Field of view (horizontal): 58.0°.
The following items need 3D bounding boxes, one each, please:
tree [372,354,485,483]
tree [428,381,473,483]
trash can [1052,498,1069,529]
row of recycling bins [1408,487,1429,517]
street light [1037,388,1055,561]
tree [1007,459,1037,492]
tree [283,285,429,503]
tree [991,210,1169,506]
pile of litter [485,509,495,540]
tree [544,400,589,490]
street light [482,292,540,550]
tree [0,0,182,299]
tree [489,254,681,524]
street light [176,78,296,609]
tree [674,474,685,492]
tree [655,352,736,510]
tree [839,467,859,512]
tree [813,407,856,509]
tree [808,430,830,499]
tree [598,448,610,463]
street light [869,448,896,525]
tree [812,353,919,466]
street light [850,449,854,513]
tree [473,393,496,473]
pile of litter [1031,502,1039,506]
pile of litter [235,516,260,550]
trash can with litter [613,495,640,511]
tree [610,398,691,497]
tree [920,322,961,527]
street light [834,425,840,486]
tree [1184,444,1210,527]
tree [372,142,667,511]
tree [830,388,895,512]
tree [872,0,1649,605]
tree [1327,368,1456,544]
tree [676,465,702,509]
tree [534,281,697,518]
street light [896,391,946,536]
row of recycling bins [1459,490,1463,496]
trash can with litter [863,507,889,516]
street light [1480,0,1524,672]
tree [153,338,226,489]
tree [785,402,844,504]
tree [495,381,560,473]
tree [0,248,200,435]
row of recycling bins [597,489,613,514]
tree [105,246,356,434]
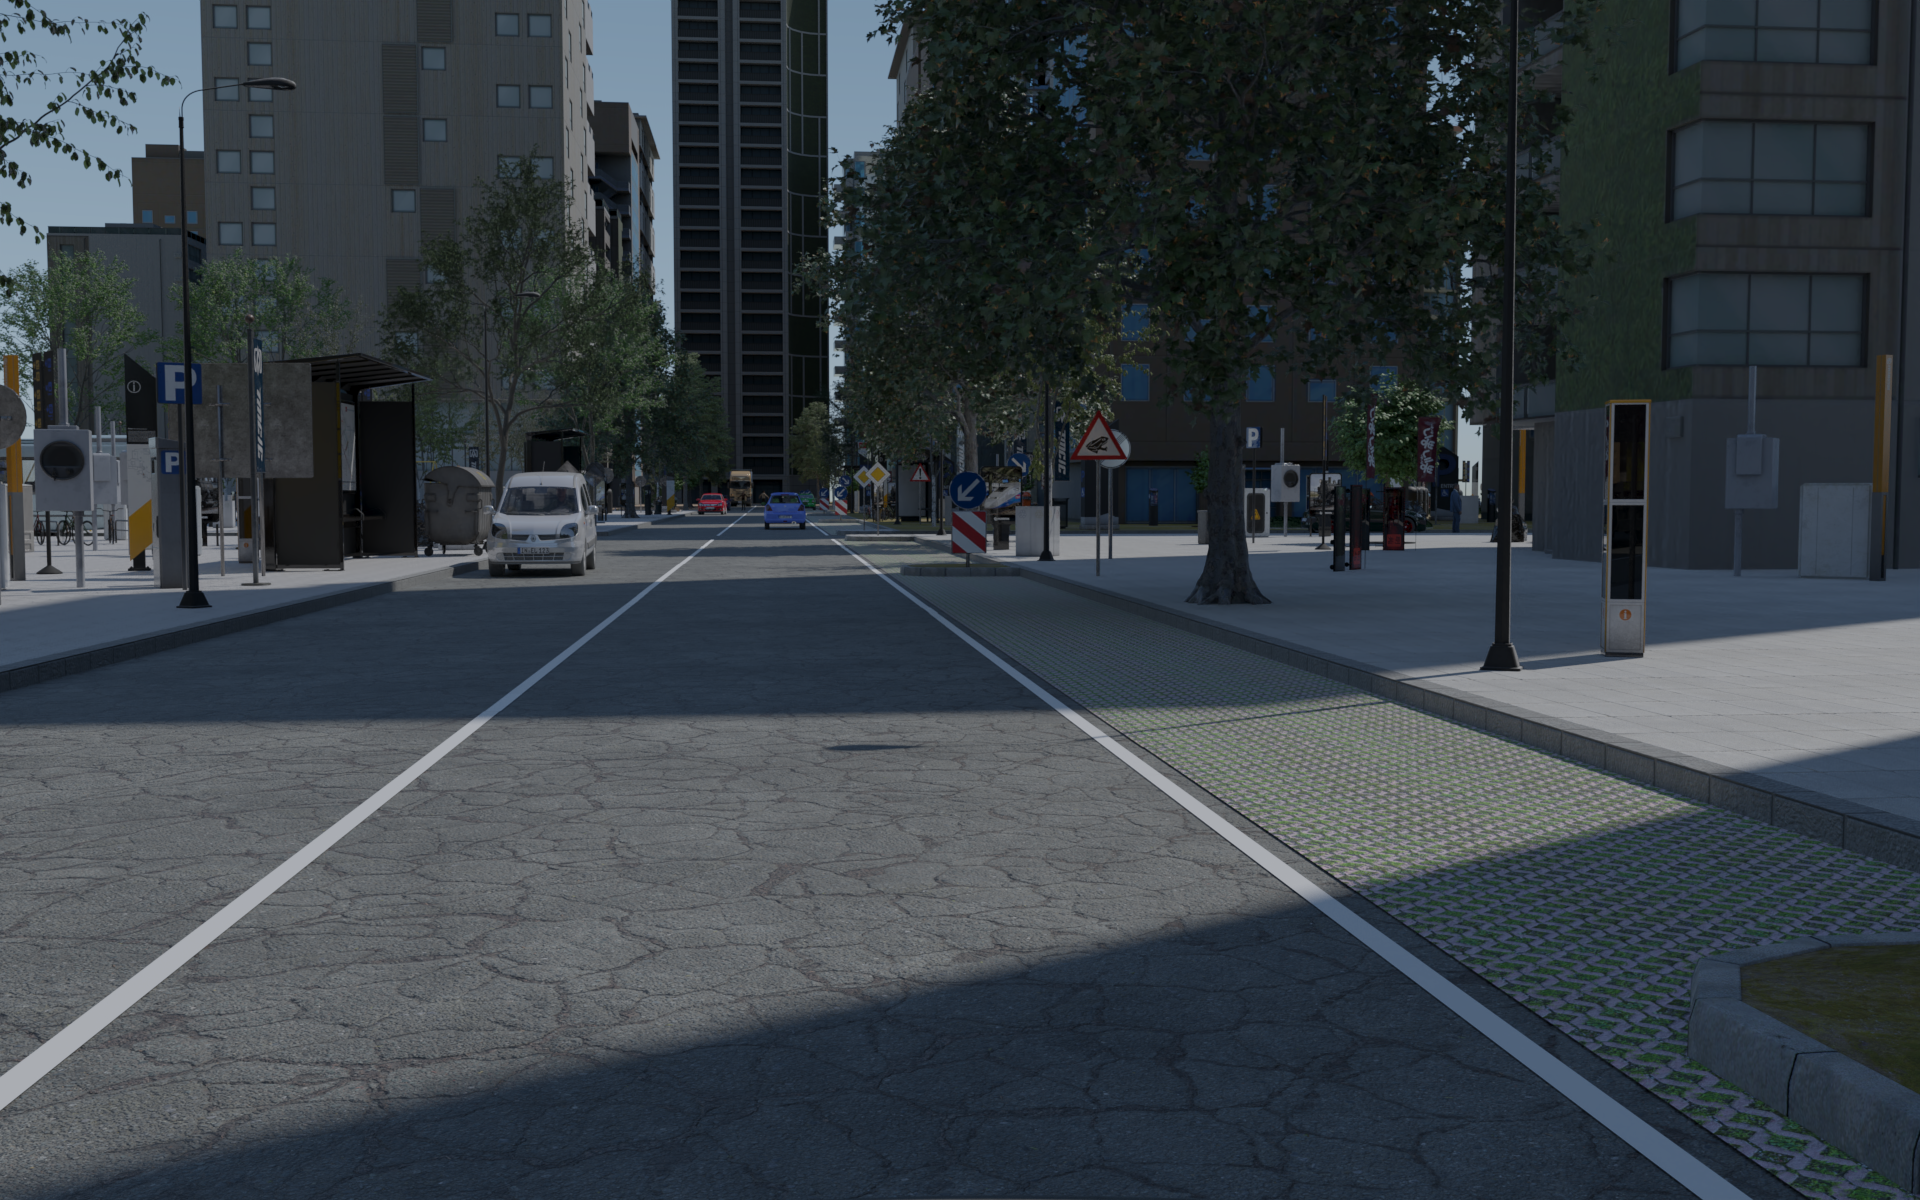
[{"bbox_3d":[-27.050,-8.524,89.737,4.737,8.622,4.395,0,3,0],"label":"tree"},{"bbox_3d":[-29.751,-8.839,94.884,4.360,8.622,3.978,0,3,0],"label":"tree"},{"bbox_3d":[3.678,-3.196,63.906,0.748,1.137,0.748,0,3,0],"label":"trash can"},{"bbox_3d":[25.373,-5.457,96.330,1.069,1.692,3.534,2,4,27],"label":"row of recycling bins"},{"bbox_3d":[1.120,-3.699,33.019,1.470,5.913,1.316,0,4,-6],"label":"street light"},{"bbox_3d":[2.553,-5.204,79.686,1.663,3.219,1.824,0,3,0],"label":"tree"},{"bbox_3d":[-22.281,-6.835,62.122,4.360,8.622,3.978,0,3,0],"label":"tree"},{"bbox_3d":[2.090,-5.282,36.730,4.737,8.622,4.395,0,3,0],"label":"tree"},{"bbox_3d":[-13.746,-2.146,49.056,1.176,0.858,1.719,2,4,32],"label":"pile of litter"},{"bbox_3d":[-26.571,-10.340,119.427,4.737,8.622,4.395,0,3,0],"label":"tree"},{"bbox_3d":[-10.353,-4.122,39.928,1.470,5.913,1.316,0,4,-6],"label":"street light"},{"bbox_3d":[-8.376,-3.826,12.924,4.360,8.622,3.978,0,3,0],"label":"tree"},{"bbox_3d":[-16.208,-9.138,75.169,9.928,11.665,9.643,0,3,0],"label":"tree"},{"bbox_3d":[-8.113,-2.868,19.439,1.470,5.913,1.316,0,4,-6],"label":"street light"},{"bbox_3d":[-21.719,-8.267,129.765,1.663,3.219,1.824,0,3,0],"label":"tree"},{"bbox_3d":[-21.855,-13.449,138.014,7.486,12.596,7.792,0,3,0],"label":"tree"},{"bbox_3d":[-7.675,-7.858,123.076,1.663,3.219,1.824,0,3,0],"label":"tree"},{"bbox_3d":[-10.573,-11.985,146.317,4.360,8.622,3.978,0,3,0],"label":"tree"},{"bbox_3d":[-13.617,-14.226,182.952,4.737,8.622,4.395,0,3,0],"label":"tree"},{"bbox_3d":[-27.305,-10.894,128.475,4.360,8.622,3.978,0,3,0],"label":"tree"},{"bbox_3d":[-3.169,-6.125,72.678,1.470,5.913,1.316,0,4,-6],"label":"street light"},{"bbox_3d":[-5.460,-10.497,106.038,7.601,10.594,8.767,1,4,8],"label":"tree"},{"bbox_3d":[-5.297,-7.378,93.179,1.470,5.913,1.316,0,4,-6],"label":"street light"},{"bbox_3d":[-32.693,-10.286,118.537,4.360,8.622,3.978,0,3,0],"label":"tree"},{"bbox_3d":[4.164,-5.091,97.196,1.719,0.858,1.176,1,4,18],"label":"pile of litter"},{"bbox_3d":[-16.229,-1.616,40.393,1.176,0.858,1.719,-3,4,-39],"label":"pile of litter"},{"bbox_3d":[-25.717,-7.477,133.306,2.233,1.210,1.678,0,4,6],"label":"trash can with litter"},{"bbox_3d":[-19.018,-9.752,109.805,4.360,8.622,3.978,0,3,0],"label":"tree"},{"bbox_3d":[-0.802,-7.205,68.168,4.360,8.622,3.978,0,3,0],"label":"tree"},{"bbox_3d":[-7.680,-8.689,114.611,1.470,5.913,1.316,0,4,-6],"label":"street light"},{"bbox_3d":[9.512,-4.435,67.109,1.663,3.219,1.824,0,3,0],"label":"tree"},{"bbox_3d":[-12.112,-6.824,45.982,7.601,10.594,8.767,1,4,22],"label":"tree"},{"bbox_3d":[-4.791,-9.049,98.313,4.737,8.622,4.395,0,3,0],"label":"tree"},{"bbox_3d":[3.045,-6.303,20.067,9.611,12.733,9.660,0,3,0],"label":"tree"},{"bbox_3d":[11.220,-3.752,45.058,4.285,4.588,4.351,0,3,0],"label":"tree"},{"bbox_3d":[-24.217,-10.245,151.225,4.285,4.588,4.351,0,3,0],"label":"tree"},{"bbox_3d":[-17.725,-10.715,92.202,9.611,12.733,9.660,0,3,0],"label":"tree"},{"bbox_3d":[-1.116,-4.952,53.508,1.470,5.913,1.316,0,4,-6],"label":"street light"},{"bbox_3d":[38.134,-7.834,135.200,1.069,1.692,3.534,-1,4,-12],"label":"row of recycling bins"},{"bbox_3d":[-4.542,-5.511,101.162,2.233,1.210,1.678,0,4,-3],"label":"trash can with litter"},{"bbox_3d":[3.428,-2.441,12.452,1.470,5.913,1.316,0,4,-6],"label":"street light"},{"bbox_3d":[-36.271,-8.093,82.684,4.737,8.622,4.395,0,3,0],"label":"tree"},{"bbox_3d":[-17.905,-18.031,212.936,7.486,12.596,7.792,0,3,0],"label":"tree"},{"bbox_3d":[-27.973,-9.992,113.737,4.360,8.622,3.978,0,3,0],"label":"tree"},{"bbox_3d":[-37.610,-8.997,72.863,9.928,11.665,9.643,0,3,0],"label":"tree"},{"bbox_3d":[-23.906,-6.568,114.496,1.069,1.692,3.534,0,4,8],"label":"row of recycling bins"},{"bbox_3d":[-29.263,-8.937,71.868,9.928,11.665,9.643,0,3,0],"label":"tree"}]
